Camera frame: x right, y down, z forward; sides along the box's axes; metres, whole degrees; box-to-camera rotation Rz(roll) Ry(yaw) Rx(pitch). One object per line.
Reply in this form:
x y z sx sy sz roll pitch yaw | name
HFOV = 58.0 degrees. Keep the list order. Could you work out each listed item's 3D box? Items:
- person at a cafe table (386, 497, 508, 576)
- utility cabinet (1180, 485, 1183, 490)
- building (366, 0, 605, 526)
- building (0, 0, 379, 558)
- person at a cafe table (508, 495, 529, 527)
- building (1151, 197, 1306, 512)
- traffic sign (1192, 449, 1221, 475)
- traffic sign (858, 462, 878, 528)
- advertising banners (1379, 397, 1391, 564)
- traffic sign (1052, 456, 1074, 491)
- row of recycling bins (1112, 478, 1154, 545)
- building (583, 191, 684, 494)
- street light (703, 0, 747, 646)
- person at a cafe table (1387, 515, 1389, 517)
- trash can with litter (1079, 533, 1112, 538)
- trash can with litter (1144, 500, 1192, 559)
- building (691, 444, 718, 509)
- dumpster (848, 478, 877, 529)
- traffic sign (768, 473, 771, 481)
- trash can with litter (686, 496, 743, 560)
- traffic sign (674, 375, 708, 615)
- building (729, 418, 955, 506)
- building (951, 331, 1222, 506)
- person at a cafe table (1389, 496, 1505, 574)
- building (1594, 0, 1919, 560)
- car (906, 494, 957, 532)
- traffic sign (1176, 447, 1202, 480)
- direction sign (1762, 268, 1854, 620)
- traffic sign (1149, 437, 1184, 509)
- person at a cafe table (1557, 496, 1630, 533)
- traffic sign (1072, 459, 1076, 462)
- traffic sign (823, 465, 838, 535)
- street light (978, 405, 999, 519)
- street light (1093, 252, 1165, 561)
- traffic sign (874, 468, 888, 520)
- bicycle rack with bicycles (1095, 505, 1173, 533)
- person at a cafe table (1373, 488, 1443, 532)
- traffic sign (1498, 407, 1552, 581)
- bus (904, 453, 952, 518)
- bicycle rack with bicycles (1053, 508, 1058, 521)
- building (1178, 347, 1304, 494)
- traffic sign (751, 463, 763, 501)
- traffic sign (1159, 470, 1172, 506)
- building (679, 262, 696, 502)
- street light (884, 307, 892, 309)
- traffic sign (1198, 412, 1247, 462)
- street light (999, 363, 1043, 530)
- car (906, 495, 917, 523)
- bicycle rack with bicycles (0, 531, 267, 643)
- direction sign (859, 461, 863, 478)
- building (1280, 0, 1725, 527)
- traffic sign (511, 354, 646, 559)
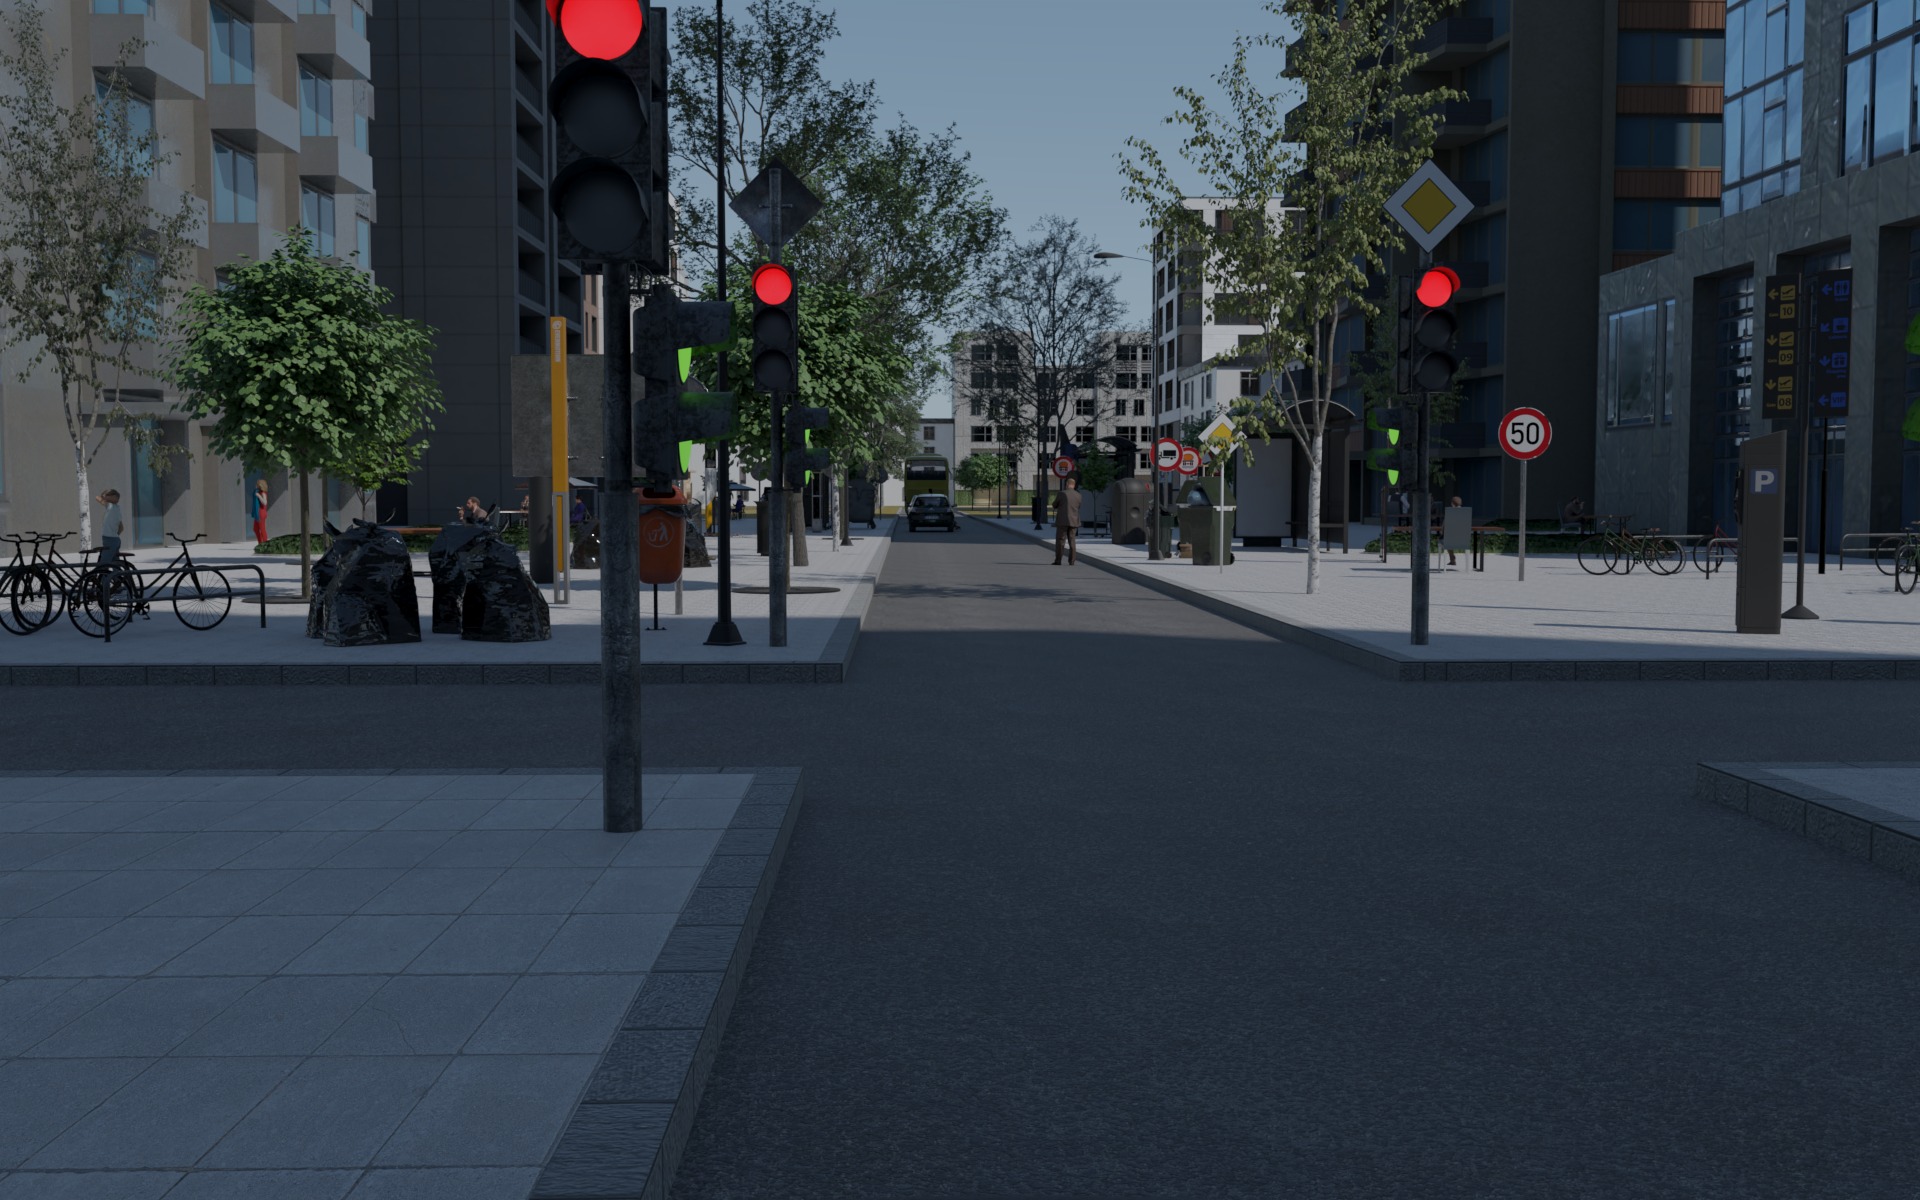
-8.222 -1.023 27.591 1.726 1.238 1.698 -1 4 -20 | person at a cafe table
5.696 -1.955 40.641 1.173 1.500 0.318 -2 4 -31 | utility cabinet
-25.995 -39.078 77.174 20.563 71.187 20.611 0 4 -2 | building
-29.004 -25.973 44.273 23.786 49.044 30.456 0 4 -2 | building
-14.542 -2.884 58.015 1.698 1.238 1.726 0 4 -6 | person at a cafe table
28.562 -17.856 135.923 27.936 21.610 32.646 0 4 -2 | building
6.802 -2.930 47.906 0.884 2.594 0.081 0 4 1 | traffic sign
-3.474 -3.995 65.431 0.768 2.556 0.104 0 4 5 | traffic sign
7.942 -2.210 32.322 0.090 3.025 2.074 1 4 11 | advertising banners
3.452 -3.530 57.819 0.768 2.556 0.104 0 4 5 | traffic sign
4.536 -2.347 45.484 1.069 1.692 3.534 1 4 12 | row of recycling bins
-33.091 -16.037 106.173 27.936 21.610 32.646 0 4 -2 | building
-1.465 -2.573 14.602 1.470 5.913 1.316 0 4 -2 | street light
12.555 -2.186 46.597 1.698 1.238 1.726 2 4 30 | person at a cafe table
4.635 -2.431 50.797 2.233 1.210 1.678 2 4 24 | trash can with litter
4.233 -1.423 34.646 1.055 1.170 0.624 0 4 -2 | trash can with litter
-34.549 -12.546 147.282 28.070 9.664 9.099 0 4 -2 | building
-3.695 -3.537 63.588 1.264 1.857 1.865 0 4 -2 | dumpster
-7.730 -4.375 71.636 0.768 2.556 0.104 0 4 4 | traffic sign
-5.552 -1.352 33.155 2.233 1.210 1.678 -3 5 -45 | trash can with litter
-2.989 -1.115 18.339 0.768 2.556 0.104 0 4 8 | traffic sign
-14.652 -15.278 191.945 28.070 9.664 9.099 0 4 -2 | building
14.989 -20.192 196.602 31.486 18.905 16.747 0 4 -2 | building
8.083 -1.083 28.562 1.698 1.238 1.726 0 4 8 | person at a cafe table
33.211 -44.434 39.162 31.000 86.520 22.319 0 4 -2 | building
-1.096 -3.473 66.566 2.009 1.686 4.222 0 4 -1 | car
6.124 -2.843 46.589 0.768 2.556 0.104 0 4 6 | traffic sign
8.656 -1.576 17.759 0.379 3.537 0.876 -3 5 -39 | direction sign
4.643 -2.381 39.035 0.768 2.556 0.104 0 4 1 | traffic sign
16.385 -2.077 44.815 1.726 1.238 1.698 2 4 27 | person at a cafe table
3.841 -3.750 61.424 0.768 2.556 0.104 0 4 3 | traffic sign
-3.975 -3.311 54.233 0.768 2.556 0.104 0 4 7 | traffic sign
1.514 -7.170 89.774 1.470 5.913 1.316 0 4 -2 | street light
3.261 -3.724 33.422 1.470 5.913 1.316 0 4 -2 | street light
-3.887 -5.166 84.570 0.768 2.556 0.104 0 4 7 | traffic sign
5.637 -2.683 57.252 2.852 0.926 2.925 0 4 -6 | bicycle rack with bicycles
12.574 -2.483 49.111 1.698 1.524 1.622 3 4 37 | person at a cafe table
8.288 -1.553 25.493 0.768 2.556 0.104 0 4 3 | traffic sign
-1.915 -6.856 103.642 2.896 3.916 12.252 0 4 0 | bus
5.833 -4.224 82.449 2.925 0.926 2.852 -1 4 -22 | bicycle rack with bicycles
20.024 -10.004 105.713 9.099 9.664 28.070 0 4 -2 | building
-7.870 -4.154 68.023 0.768 2.556 0.104 0 4 6 | traffic sign
7.635 -3.839 64.897 0.606 2.300 0.079 0 4 5 | traffic sign
-28.045 -16.632 128.355 16.016 20.091 11.380 0 4 -2 | building
-2.274 -4.295 42.764 1.470 5.913 1.316 0 4 -2 | street light
4.233 -1.720 27.857 0.795 2.593 0.064 0 4 6 | traffic sign
2.255 -5.446 61.579 1.470 5.913 1.316 0 4 -2 | street light
-1.659 -4.474 85.148 2.014 1.417 4.499 0 4 -1 | car
-8.019 -0.162 16.025 2.852 0.926 2.925 2 4 25 | bicycle rack with bicycles
-4.850 -5.824 87.220 0.379 3.537 0.876 2 4 26 | direction sign
26.265 -25.746 75.572 22.147 44.769 28.867 0 4 -2 | building
-5.413 -1.918 25.233 2.265 3.308 0.079 0 4 3 | traffic sign
